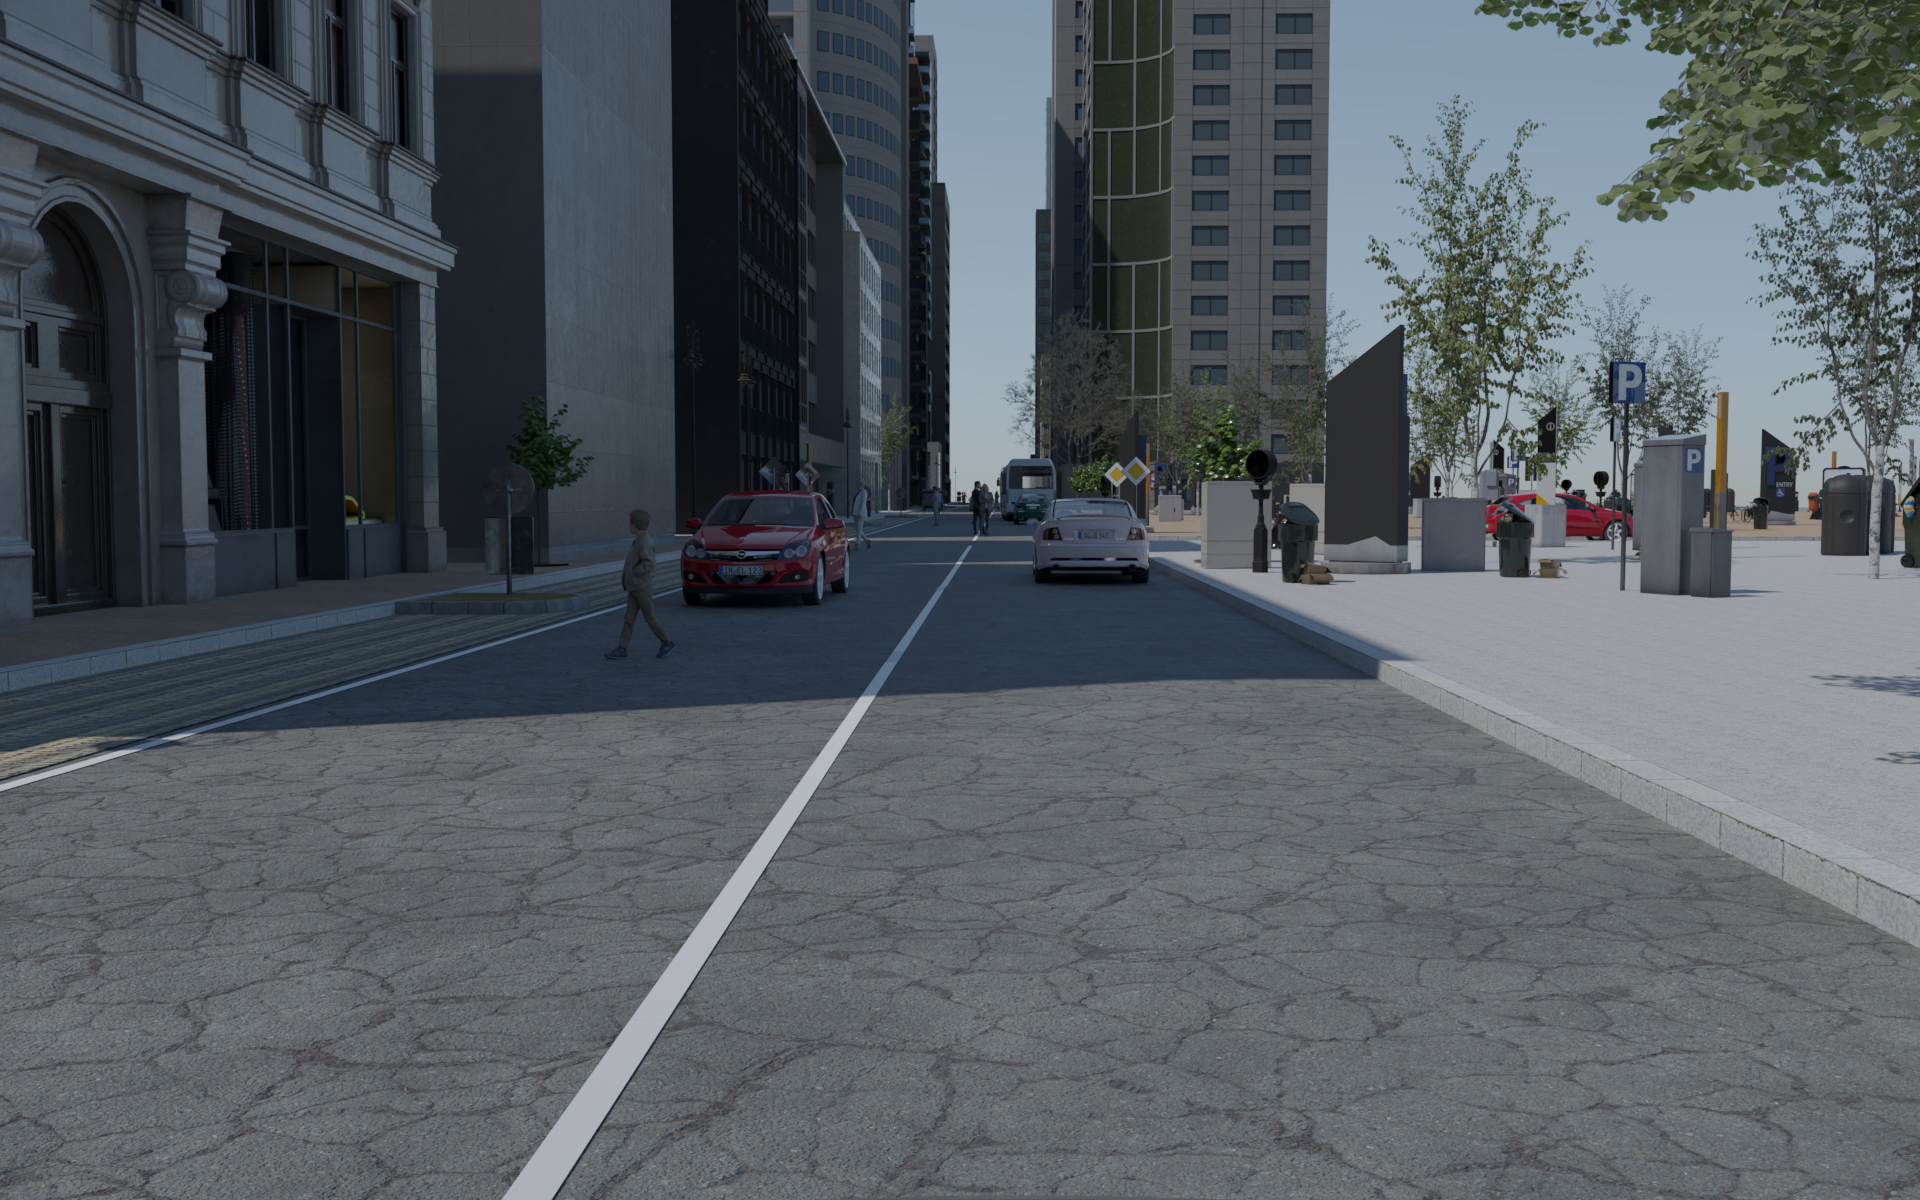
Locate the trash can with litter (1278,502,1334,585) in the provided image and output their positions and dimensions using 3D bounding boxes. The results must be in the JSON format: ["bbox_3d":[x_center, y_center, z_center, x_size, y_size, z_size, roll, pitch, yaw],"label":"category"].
[{"bbox_3d":[5.022,-0.825,24.874,0.624,1.170,1.055,-1,4,-20],"label":"trash can with litter"}]

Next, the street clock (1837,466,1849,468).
[{"bbox_3d":[22.552,-2.427,44.253,0.471,2.002,0.358,1,4,15],"label":"street clock"}]

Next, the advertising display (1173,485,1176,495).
[{"bbox_3d":[15.464,-7.380,125.871,0.123,1.923,0.974,3,4,37],"label":"advertising display"}]

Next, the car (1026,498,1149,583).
[{"bbox_3d":[2.171,-1.039,29.344,2.083,1.381,4.827,0,4,2],"label":"car"}]

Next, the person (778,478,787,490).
[{"bbox_3d":[-4.050,-1.850,39.025,0.520,1.790,0.573,-1,4,-18],"label":"person"}]

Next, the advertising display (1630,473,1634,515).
[{"bbox_3d":[21.063,-2.951,53.462,0.123,1.923,0.974,-1,4,-19],"label":"advertising display"}]

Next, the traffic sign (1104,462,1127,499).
[{"bbox_3d":[4.904,-3.094,54.226,0.795,2.450,0.064,0,4,1],"label":"traffic sign"}]

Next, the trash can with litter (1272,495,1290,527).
[{"bbox_3d":[11.636,-3.455,67.550,2.233,1.210,1.678,0,4,-3],"label":"trash can with litter"}]

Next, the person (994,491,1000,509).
[{"bbox_3d":[3.634,-9.881,170.717,0.621,1.740,0.551,2,4,29],"label":"person"}]

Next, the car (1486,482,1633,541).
[{"bbox_3d":[17.522,-2.533,50.452,4.494,1.783,2.155,0,4,1],"label":"car"}]

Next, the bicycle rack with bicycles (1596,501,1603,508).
[{"bbox_3d":[46.017,-6.883,125.925,2.852,0.926,2.925,2,4,26],"label":"bicycle rack with bicycles"}]

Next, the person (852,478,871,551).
[{"bbox_3d":[-2.481,-2.171,43.872,0.514,1.842,0.818,3,5,42],"label":"person"}]

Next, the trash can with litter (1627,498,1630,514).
[{"bbox_3d":[25.096,-3.216,63.966,1.055,1.170,0.624,-3,5,-41],"label":"trash can with litter"}]

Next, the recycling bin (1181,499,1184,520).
[{"bbox_3d":[10.404,-4.388,84.298,0.722,1.027,0.722,-3,4,-36],"label":"recycling bin"}]

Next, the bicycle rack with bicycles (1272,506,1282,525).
[{"bbox_3d":[12.244,-3.591,72.093,2.925,0.926,2.852,0,4,6],"label":"bicycle rack with bicycles"}]

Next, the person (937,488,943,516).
[{"bbox_3d":[-1.438,-6.457,113.933,0.638,1.841,0.748,-1,4,-13],"label":"person"}]

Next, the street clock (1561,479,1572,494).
[{"bbox_3d":[29.780,-4.924,85.078,0.471,2.002,0.358,3,5,43],"label":"street clock"}]

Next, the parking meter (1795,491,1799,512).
[{"bbox_3d":[61.302,-7.252,126.979,0.372,1.533,0.369,0,3,0],"label":"parking meter"}]

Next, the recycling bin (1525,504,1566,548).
[{"bbox_3d":[14.157,-1.795,41.902,0.722,1.027,0.722,-1,4,-14],"label":"recycling bin"}]

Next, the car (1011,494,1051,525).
[{"bbox_3d":[3.471,-4.323,82.471,2.131,1.459,4.920,0,4,2],"label":"car"}]

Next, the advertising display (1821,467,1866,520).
[{"bbox_3d":[21.387,-2.247,41.948,0.123,1.923,0.974,-3,5,-40],"label":"advertising display"}]

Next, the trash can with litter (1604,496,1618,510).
[{"bbox_3d":[21.740,-2.790,56.666,2.233,1.210,1.678,2,4,26],"label":"trash can with litter"}]

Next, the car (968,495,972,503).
[{"bbox_3d":[2.079,-12.668,219.122,2.014,1.417,4.499,0,4,2],"label":"car"}]

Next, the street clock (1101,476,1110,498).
[{"bbox_3d":[5.707,-3.878,67.978,0.358,2.002,0.471,-1,4,-18],"label":"street clock"}]

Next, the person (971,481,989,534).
[{"bbox_3d":[0.692,-3.290,61.659,0.474,1.900,0.648,-3,4,-37],"label":"person"}]

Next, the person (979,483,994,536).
[{"bbox_3d":[0.922,-3.132,59.891,0.537,1.800,0.526,0,4,-1],"label":"person"}]

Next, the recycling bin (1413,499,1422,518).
[{"bbox_3d":[24.796,-4.928,93.135,0.722,1.027,0.722,0,4,1],"label":"recycling bin"}]

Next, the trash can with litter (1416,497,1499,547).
[{"bbox_3d":[12.287,-1.893,42.007,2.233,1.210,1.678,1,4,21],"label":"trash can with litter"}]

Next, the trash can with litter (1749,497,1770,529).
[{"bbox_3d":[29.159,-3.165,63.135,0.624,1.170,1.055,2,4,30],"label":"trash can with litter"}]

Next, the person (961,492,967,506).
[{"bbox_3d":[0.447,-12.629,215.715,1.217,1.736,0.721,-3,5,-41],"label":"person"}]

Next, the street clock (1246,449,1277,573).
[{"bbox_3d":[4.905,-1.447,28.227,0.471,2.002,0.358,3,5,43],"label":"street clock"}]

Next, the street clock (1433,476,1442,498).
[{"bbox_3d":[18.806,-3.894,68.234,0.358,2.002,0.471,1,4,22],"label":"street clock"}]

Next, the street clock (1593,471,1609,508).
[{"bbox_3d":[20.116,-3.047,54.387,0.358,2.002,0.471,-1,4,-20],"label":"street clock"}]

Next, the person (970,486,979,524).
[{"bbox_3d":[0.832,-4.619,83.890,0.748,1.841,0.638,-1,4,-23],"label":"person"}]

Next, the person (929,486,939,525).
[{"bbox_3d":[-1.184,-4.313,79.196,0.466,1.800,0.511,0,4,2],"label":"person"}]

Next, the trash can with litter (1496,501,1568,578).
[{"bbox_3d":[8.809,-0.935,26.675,1.055,1.170,0.624,2,4,27],"label":"trash can with litter"}]

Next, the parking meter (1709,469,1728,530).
[{"bbox_3d":[17.967,-2.159,41.012,0.399,1.863,0.255,-3,4,-37],"label":"parking meter"}]

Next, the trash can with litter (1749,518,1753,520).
[{"bbox_3d":[40.496,-4.683,87.622,2.233,1.210,1.678,-2,4,-26],"label":"trash can with litter"}]

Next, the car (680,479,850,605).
[{"bbox_3d":[-2.600,-0.899,23.741,2.155,1.783,4.494,0,4,3],"label":"car"}]

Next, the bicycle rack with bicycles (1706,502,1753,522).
[{"bbox_3d":[36.214,-4.076,80.027,2.925,0.926,2.852,-2,4,-30],"label":"bicycle rack with bicycles"}]

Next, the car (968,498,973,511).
[{"bbox_3d":[1.655,-8.223,144.673,2.015,1.641,3.980,0,4,0],"label":"car"}]

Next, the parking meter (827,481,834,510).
[{"bbox_3d":[-5.736,-4.342,76.699,0.255,1.863,0.399,1,4,12],"label":"parking meter"}]

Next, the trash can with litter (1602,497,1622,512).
[{"bbox_3d":[26.699,-3.631,70.758,0.624,1.170,1.055,3,5,40],"label":"trash can with litter"}]

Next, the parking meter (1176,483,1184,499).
[{"bbox_3d":[11.434,-5.162,90.113,0.399,1.863,0.255,0,4,-4],"label":"parking meter"}]

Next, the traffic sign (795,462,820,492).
[{"bbox_3d":[-4.786,-3.110,54.499,0.795,2.450,0.064,0,4,1],"label":"traffic sign"}]

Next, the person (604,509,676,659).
[{"bbox_3d":[-2.774,-0.141,15.084,0.640,1.303,0.475,-3,4,-36],"label":"person"}]

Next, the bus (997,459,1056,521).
[{"bbox_3d":[3.643,-6.201,96.251,2.948,3.499,13.247,0,4,0],"label":"bus"}]
